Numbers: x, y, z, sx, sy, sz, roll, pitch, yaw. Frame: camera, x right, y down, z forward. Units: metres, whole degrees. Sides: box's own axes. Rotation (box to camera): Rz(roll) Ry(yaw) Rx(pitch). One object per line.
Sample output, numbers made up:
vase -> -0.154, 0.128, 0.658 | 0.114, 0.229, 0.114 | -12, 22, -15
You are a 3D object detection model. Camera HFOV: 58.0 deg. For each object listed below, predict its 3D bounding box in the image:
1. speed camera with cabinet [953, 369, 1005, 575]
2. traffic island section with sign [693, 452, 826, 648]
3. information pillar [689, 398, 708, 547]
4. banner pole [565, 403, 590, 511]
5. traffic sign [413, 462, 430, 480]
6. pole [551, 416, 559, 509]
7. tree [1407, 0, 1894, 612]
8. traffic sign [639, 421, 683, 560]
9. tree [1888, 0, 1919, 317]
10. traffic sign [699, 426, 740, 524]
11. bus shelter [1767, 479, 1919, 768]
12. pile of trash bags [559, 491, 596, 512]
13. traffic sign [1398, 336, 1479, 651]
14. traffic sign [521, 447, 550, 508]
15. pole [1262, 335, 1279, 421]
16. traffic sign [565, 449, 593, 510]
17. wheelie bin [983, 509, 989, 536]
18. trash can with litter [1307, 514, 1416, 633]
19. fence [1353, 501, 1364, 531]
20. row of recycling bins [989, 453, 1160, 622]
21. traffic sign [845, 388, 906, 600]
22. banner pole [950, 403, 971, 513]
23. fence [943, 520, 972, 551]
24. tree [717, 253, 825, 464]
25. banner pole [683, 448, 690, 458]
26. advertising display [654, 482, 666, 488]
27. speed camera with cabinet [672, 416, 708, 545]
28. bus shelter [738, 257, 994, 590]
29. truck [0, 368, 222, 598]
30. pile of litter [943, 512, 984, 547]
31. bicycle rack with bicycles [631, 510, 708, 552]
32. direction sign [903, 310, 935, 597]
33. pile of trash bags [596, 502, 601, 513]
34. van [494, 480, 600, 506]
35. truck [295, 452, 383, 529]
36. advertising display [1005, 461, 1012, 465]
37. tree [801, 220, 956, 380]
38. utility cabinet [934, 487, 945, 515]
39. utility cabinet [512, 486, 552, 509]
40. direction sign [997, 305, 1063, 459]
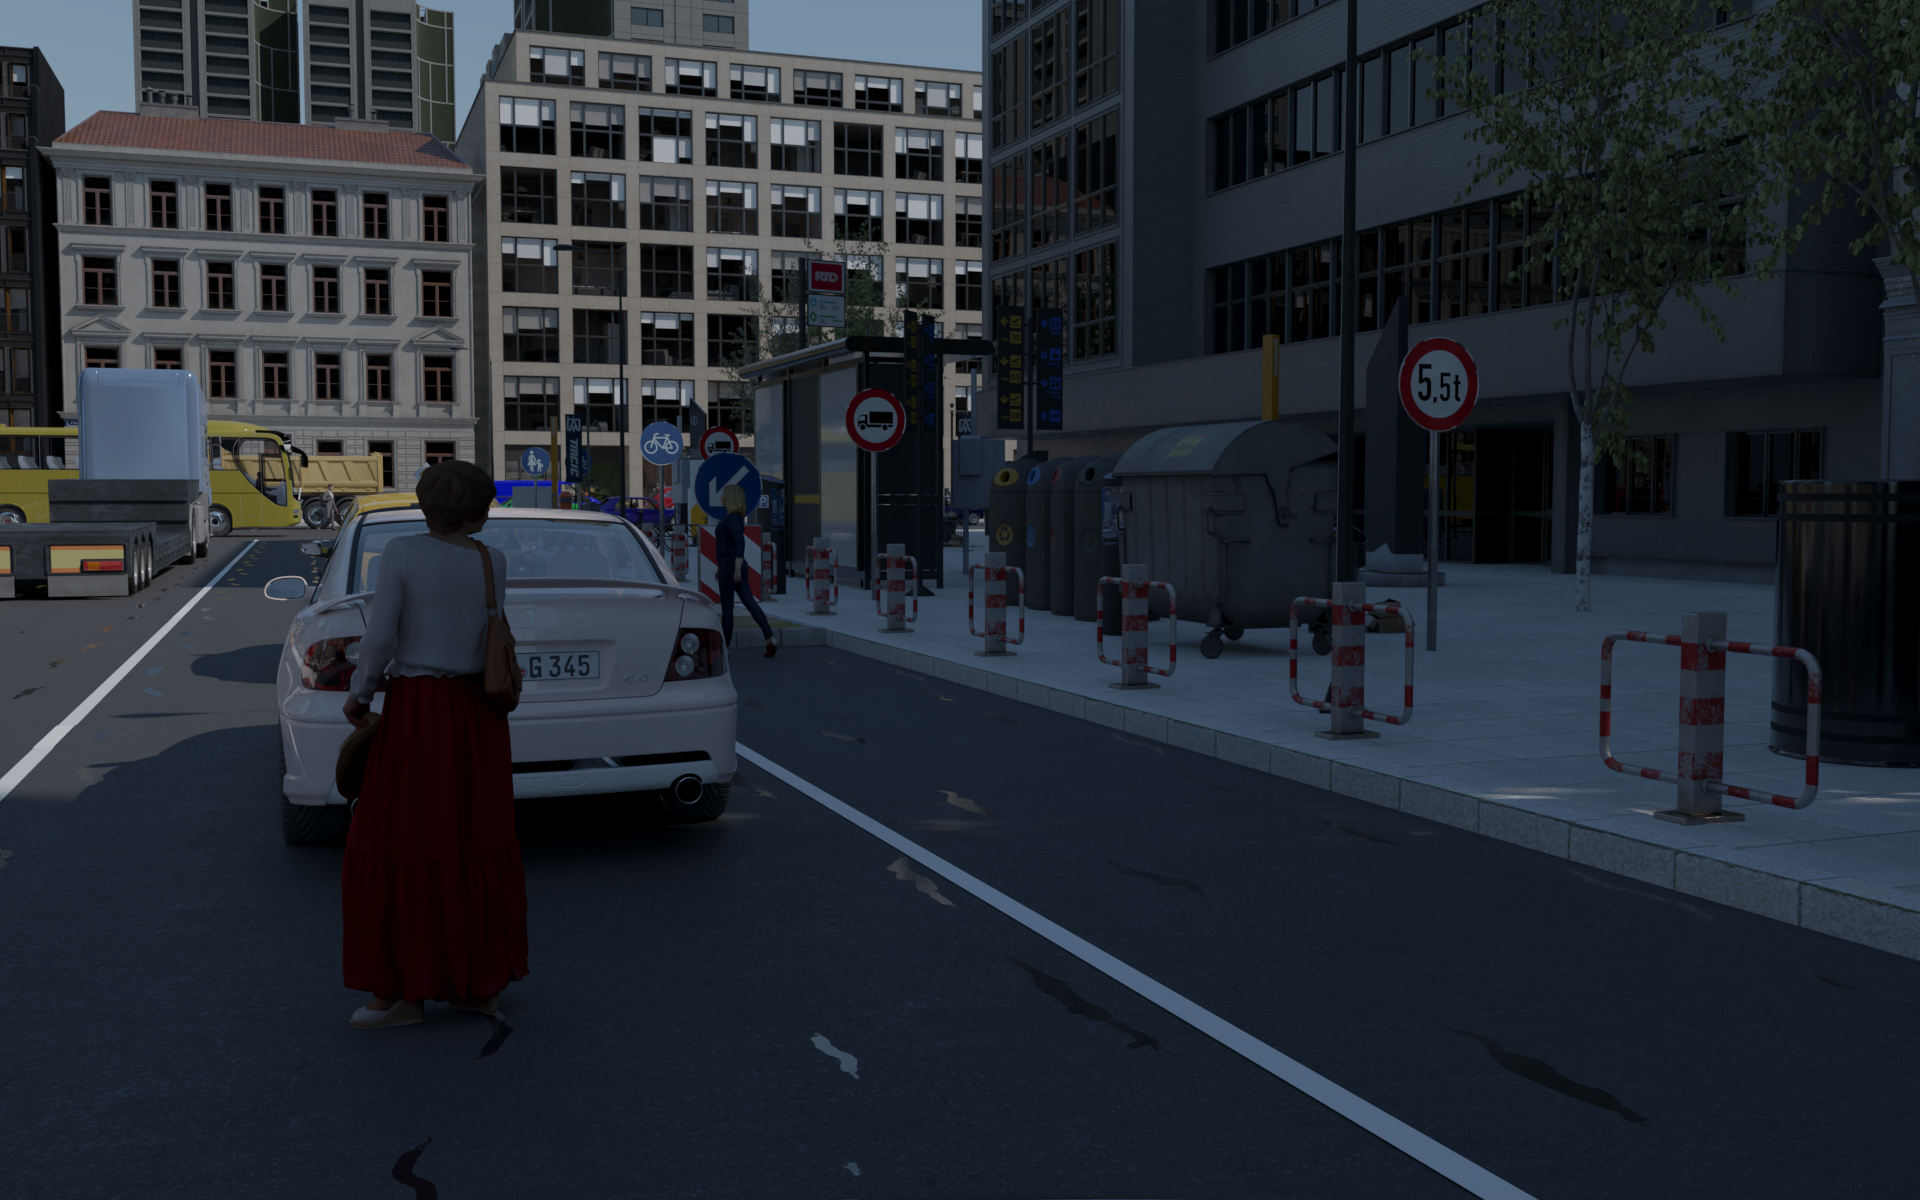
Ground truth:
speed camera with cabinet -> 0.910, -2.015, 27.276 | 2.038, 3.252, 0.660 | 2, 4, 29
traffic island section with sign -> -2.547, -0.512, 17.006 | 1.989, 1.847, 2.006 | -1, 4, -21
information pillar -> -6.349, -3.100, 42.032 | 0.504, 3.616, 0.183 | 2, 4, 31
banner pole -> -10.471, -3.531, 47.747 | 0.863, 3.779, 0.401 | -2, 4, -24
traffic sign -> -16.718, -3.100, 54.320 | 0.795, 2.450, 0.064 | -1, 4, -21
pole -> -10.651, -3.161, 45.525 | 0.158, 3.312, 0.155 | 0, 3, 0
tree -> 7.022, -4.171, 18.553 | 4.737, 8.622, 4.395 | 0, 3, 0
traffic sign -> -5.253, -1.859, 30.504 | 0.768, 2.556, 0.104 | -1, 4, -13
tree -> 7.022, -3.796, 12.422 | 4.737, 8.622, 4.395 | 0, 3, 0
traffic sign -> -4.528, -1.986, 32.583 | 0.768, 2.556, 0.104 | -1, 4, -17
bus shelter -> 5.615, -1.649, 4.592 | 2.179, 5.291, 8.768 | -1, 4, -21
pile of trash bags -> -21.073, -4.938, 90.493 | 3.447, 1.369, 1.912 | 0, 4, -1
traffic sign -> 3.861, -0.856, 14.106 | 0.768, 2.556, 0.104 | -1, 4, -20
traffic sign -> -11.519, -2.870, 47.037 | 0.768, 2.556, 0.104 | -1, 4, -12
pole -> 3.990, -1.741, 22.307 | 0.158, 3.312, 0.155 | 0, 3, 0
traffic sign -> -10.641, -2.951, 48.348 | 0.768, 2.556, 0.104 | -1, 4, -20
wheelie bin -> 1.053, -2.797, 53.632 | 0.693, 1.594, 0.980 | 1, 4, 20
trash can with litter -> 3.647, -0.286, 16.068 | 1.055, 1.170, 0.624 | -1, 4, -18
fence -> 6.388, -1.027, 27.995 | 2.264, 1.192, 0.480 | -3, 5, -44
row of recycling bins -> 1.227, -0.720, 18.892 | 1.069, 1.692, 3.534 | -1, 4, -18
traffic sign -> -1.029, -1.272, 20.900 | 0.768, 2.556, 0.104 | -1, 4, -20
banner pole -> 0.003, -3.532, 47.762 | 0.863, 3.779, 0.401 | 1, 4, 10
fence -> -0.319, -1.483, 39.617 | 0.278, 0.683, 2.069 | -2, 4, -29
tree -> -5.607, -6.311, 53.543 | 4.360, 8.622, 3.978 | 0, 3, 0
banner pole -> -14.615, -6.313, 93.234 | 0.863, 3.779, 0.401 | 0, 4, -1
advertising display -> -16.081, -5.372, 93.043 | 0.123, 1.923, 0.974 | 2, 4, 24
speed camera with cabinet -> -6.582, -3.001, 43.396 | 0.660, 3.252, 2.038 | -2, 4, -31
bus shelter -> -2.052, -3.033, 27.228 | 2.179, 5.291, 8.768 | -1, 4, -21
truck -> -15.632, -2.572, 31.817 | 2.967, 4.110, 18.799 | -1, 4, -20
pile of litter -> -0.304, -1.723, 42.132 | 1.719, 0.858, 1.176 | 2, 4, 29
bicycle rack with bicycles -> -6.891, -1.498, 37.882 | 2.925, 0.926, 2.852 | 2, 4, 23
direction sign -> -0.505, -1.820, 21.750 | 0.379, 3.537, 0.876 | 1, 4, 23
pile of trash bags -> -29.596, -7.975, 140.139 | 3.447, 1.369, 1.912 | 3, 5, 41
van -> -18.825, -4.530, 78.448 | 5.245, 2.365, 2.240 | -1, 4, -21
truck -> -28.701, -4.561, 70.497 | 9.791, 3.379, 3.469 | -1, 4, -21
advertising display -> 1.133, -1.752, 33.851 | 0.123, 1.923, 0.974 | 3, 4, 36
tree -> -2.449, -5.882, 46.528 | 4.737, 8.622, 4.395 | 0, 3, 0
utility cabinet -> -0.693, -2.671, 52.358 | 0.318, 1.500, 1.173 | 0, 4, 6
utility cabinet -> -12.383, -2.550, 50.366 | 1.173, 1.500, 0.318 | 0, 4, 7
direction sign -> 0.850, -1.774, 21.004 | 0.876, 3.537, 0.379 | -2, 4, -25
